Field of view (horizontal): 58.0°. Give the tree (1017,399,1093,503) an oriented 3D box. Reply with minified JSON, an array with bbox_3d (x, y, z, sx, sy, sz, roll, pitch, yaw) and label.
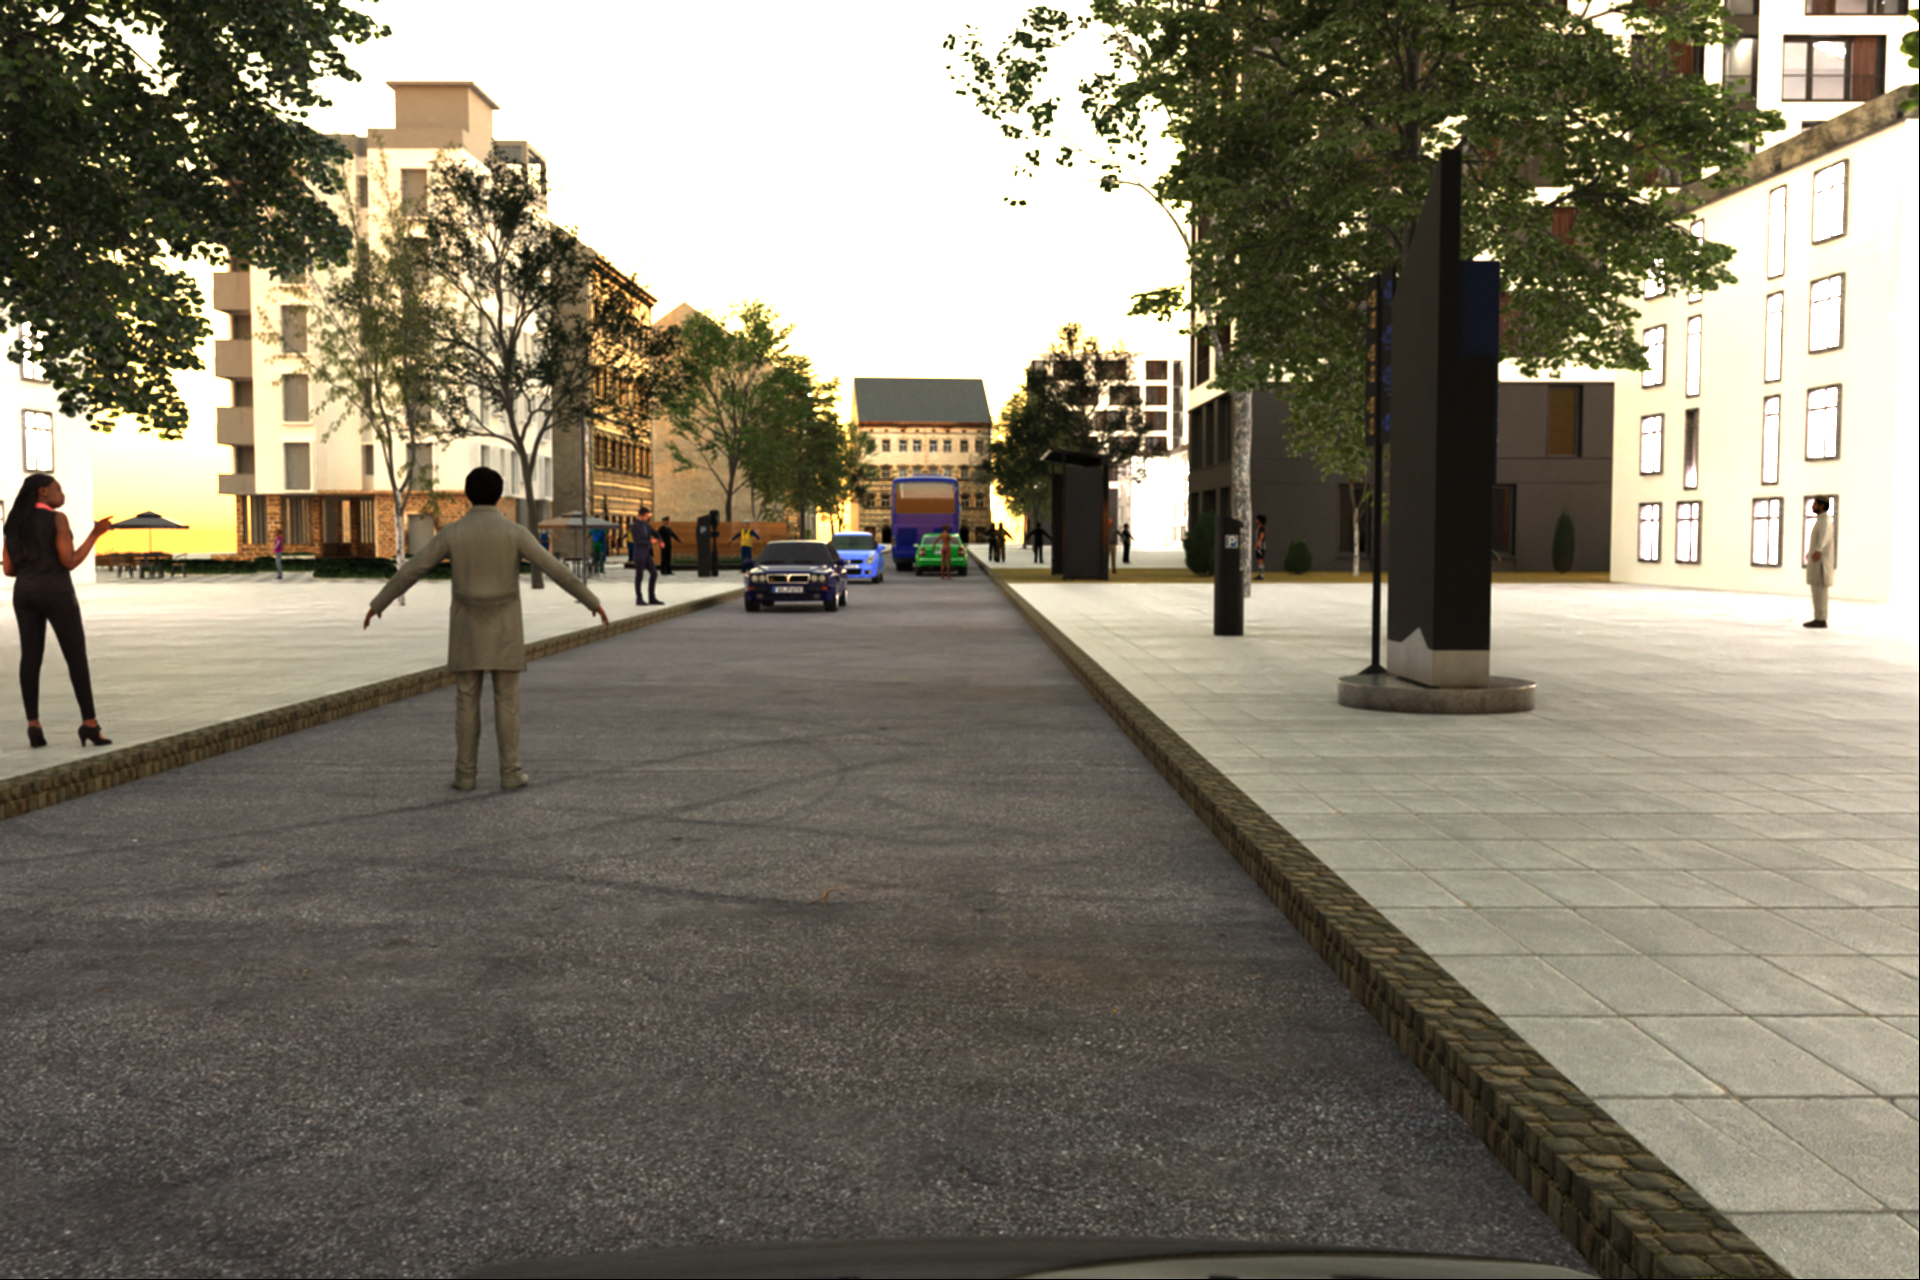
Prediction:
[{"bbox_3d":[5.456,-8.408,87.827,4.360,8.622,3.978,0,3,0],"label":"tree"}]

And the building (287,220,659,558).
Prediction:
[{"bbox_3d":[-29.189,-16.630,102.833,19.493,23.208,18.063,0,4,0],"label":"building"}]

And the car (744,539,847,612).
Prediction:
[{"bbox_3d":[-3.115,-1.265,33.259,1.945,1.354,3.894,0,3,0],"label":"car"}]

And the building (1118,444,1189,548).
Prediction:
[{"bbox_3d":[21.679,-14.176,173.919,9.099,9.664,28.070,0,4,-1],"label":"building"}]

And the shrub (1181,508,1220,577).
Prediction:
[{"bbox_3d":[7.553,-2.966,52.528,1.661,2.075,1.752,0,3,0],"label":"shrub"}]

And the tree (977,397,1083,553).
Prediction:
[{"bbox_3d":[5.025,-11.182,117.236,8.767,10.594,7.601,1,4,16],"label":"tree"}]

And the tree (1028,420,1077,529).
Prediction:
[{"bbox_3d":[5.624,-9.520,106.007,4.360,8.622,3.978,0,3,0],"label":"tree"}]

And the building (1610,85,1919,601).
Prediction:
[{"bbox_3d":[22.136,-5.540,32.721,9.099,9.664,28.070,0,4,-1],"label":"building"}]

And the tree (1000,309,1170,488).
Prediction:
[{"bbox_3d":[5.171,-8.448,72.540,7.601,10.594,8.767,0,4,1],"label":"tree"}]

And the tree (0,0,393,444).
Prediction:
[{"bbox_3d":[-9.592,-6.684,15.938,9.857,13.997,8.962,0,3,0],"label":"tree"}]

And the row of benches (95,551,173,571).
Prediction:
[{"bbox_3d":[-29.284,-2.817,61.523,1.422,0.672,4.104,0,4,6],"label":"row of benches"}]

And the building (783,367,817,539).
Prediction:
[{"bbox_3d":[-26.251,-20.347,199.133,16.747,18.905,31.486,0,4,0],"label":"building"}]

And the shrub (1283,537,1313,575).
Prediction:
[{"bbox_3d":[10.722,-2.682,54.966,1.383,1.207,1.383,0,3,0],"label":"shrub"}]

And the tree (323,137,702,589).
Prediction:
[{"bbox_3d":[-10.095,-6.495,40.612,8.767,10.594,7.601,-3,4,-36],"label":"tree"}]

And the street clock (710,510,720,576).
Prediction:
[{"bbox_3d":[-7.437,-2.930,52.482,0.358,2.002,0.471,0,4,1],"label":"street clock"}]

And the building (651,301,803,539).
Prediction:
[{"bbox_3d":[-25.906,-20.914,172.874,19.493,23.208,18.063,0,4,0],"label":"building"}]

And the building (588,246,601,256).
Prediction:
[{"bbox_3d":[-29.292,-15.829,115.222,16.016,20.090,11.380,0,4,0],"label":"building"}]

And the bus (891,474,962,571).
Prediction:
[{"bbox_3d":[-1.329,-4.828,70.483,2.896,3.916,12.251,0,4,0],"label":"bus"}]

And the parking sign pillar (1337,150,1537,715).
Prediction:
[{"bbox_3d":[3.572,-1.494,12.901,1.447,3.967,1.447,0,4,-1],"label":"parking sign pillar"}]

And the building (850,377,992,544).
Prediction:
[{"bbox_3d":[-5.785,-24.960,241.483,18.063,23.208,19.493,0,4,-7],"label":"building"}]

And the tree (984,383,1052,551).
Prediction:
[{"bbox_3d":[5.250,-12.966,130.125,7.486,12.596,7.792,0,3,0],"label":"tree"}]

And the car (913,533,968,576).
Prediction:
[{"bbox_3d":[-0.670,-3.169,60.617,1.959,1.807,4.718,0,4,-1],"label":"car"}]

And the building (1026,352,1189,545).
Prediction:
[{"bbox_3d":[21.886,-22.460,211.202,27.936,21.610,32.646,0,4,0],"label":"building"}]

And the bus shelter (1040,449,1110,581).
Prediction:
[{"bbox_3d":[3.343,-3.637,50.745,1.731,3.624,6.357,0,4,0],"label":"bus shelter"}]

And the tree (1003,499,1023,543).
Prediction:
[{"bbox_3d":[8.056,-17.708,239.883,4.737,8.622,4.395,0,3,0],"label":"tree"}]

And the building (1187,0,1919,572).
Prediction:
[{"bbox_3d":[23.442,-14.095,74.429,27.936,21.610,32.646,0,4,0],"label":"building"}]

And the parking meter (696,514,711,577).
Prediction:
[{"bbox_3d":[-7.666,-2.816,51.760,0.399,1.863,0.255,0,4,1],"label":"parking meter"}]

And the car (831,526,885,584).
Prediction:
[{"bbox_3d":[-3.167,-2.550,51.277,1.945,1.707,3.694,0,3,0],"label":"car"}]

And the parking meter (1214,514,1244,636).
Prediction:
[{"bbox_3d":[3.412,-0.828,21.955,0.372,1.533,0.369,0,3,0],"label":"parking meter"}]

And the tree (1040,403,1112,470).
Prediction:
[{"bbox_3d":[6.189,-8.742,93.299,4.737,8.622,4.395,0,3,0],"label":"tree"}]

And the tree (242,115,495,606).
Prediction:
[{"bbox_3d":[-9.894,-4.930,30.968,4.360,8.622,3.978,0,3,0],"label":"tree"}]

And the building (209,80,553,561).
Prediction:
[{"bbox_3d":[-25.246,-13.291,73.733,16.016,20.090,11.380,0,4,-1],"label":"building"}]

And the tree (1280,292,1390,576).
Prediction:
[{"bbox_3d":[11.857,-6.217,52.010,4.737,8.622,4.395,0,3,0],"label":"tree"}]

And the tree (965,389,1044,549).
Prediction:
[{"bbox_3d":[5.470,-14.470,146.962,12.009,13.543,11.850,0,3,0],"label":"tree"}]

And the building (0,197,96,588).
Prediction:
[{"bbox_3d":[-23.422,-5.444,31.153,9.099,9.664,28.070,0,4,1],"label":"building"}]
